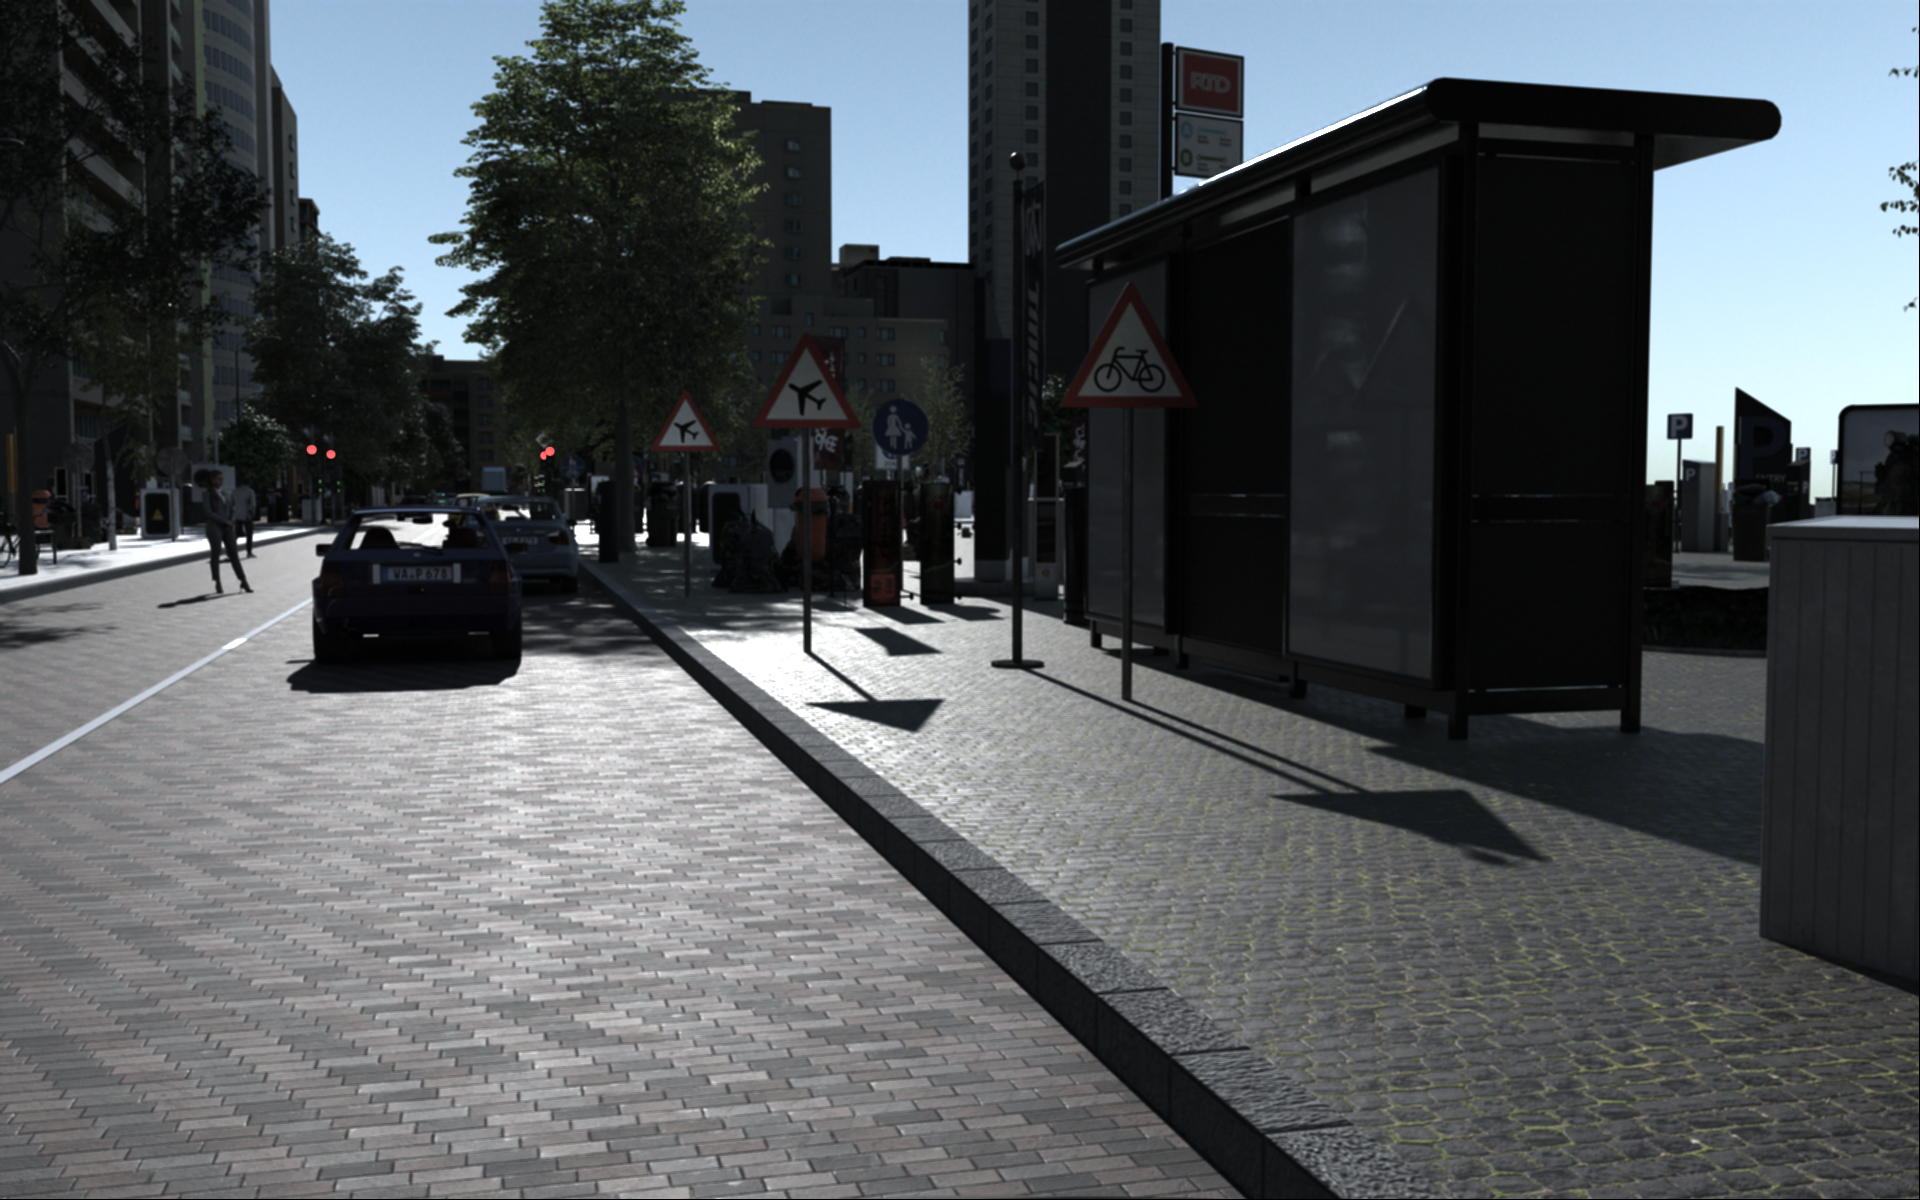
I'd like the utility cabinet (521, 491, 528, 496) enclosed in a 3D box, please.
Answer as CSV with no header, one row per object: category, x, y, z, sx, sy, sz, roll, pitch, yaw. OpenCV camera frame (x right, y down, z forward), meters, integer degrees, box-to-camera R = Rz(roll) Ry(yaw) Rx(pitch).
utility cabinet,-36.128,-8.283,144.111,0.318,1.500,1.173,0,4,8

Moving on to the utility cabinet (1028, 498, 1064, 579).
utility cabinet,1.255,-0.932,26.405,1.020,1.237,0.306,3,5,43

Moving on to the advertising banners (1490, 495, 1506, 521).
advertising banners,9.620,-2.154,31.403,2.074,3.025,0.090,1,4,10

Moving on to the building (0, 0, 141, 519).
building,-56.387,-28.559,90.634,21.300,48.544,21.600,-1,4,-15

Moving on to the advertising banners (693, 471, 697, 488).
advertising banners,-20.795,-8.393,133.407,0.090,3.025,2.074,2,4,24

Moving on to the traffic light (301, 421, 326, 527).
traffic light,-24.931,-4.763,66.794,0.839,4.253,0.868,-1,4,-15

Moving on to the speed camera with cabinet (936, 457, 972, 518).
speed camera with cabinet,-0.396,-6.049,93.235,2.038,3.252,0.660,-2,4,-29

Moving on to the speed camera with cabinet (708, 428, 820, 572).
speed camera with cabinet,-3.199,-2.065,28.095,2.038,3.252,0.660,3,4,38

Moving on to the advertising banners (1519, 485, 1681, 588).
advertising banners,8.875,-1.702,24.011,2.074,3.025,0.090,2,4,24

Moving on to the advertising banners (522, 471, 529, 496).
advertising banners,-33.454,-8.362,132.906,0.090,3.025,2.074,-1,4,-9

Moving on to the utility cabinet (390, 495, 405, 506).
utility cabinet,-41.686,-7.173,128.432,1.020,1.237,0.306,-1,4,-19

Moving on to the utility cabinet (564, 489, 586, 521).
utility cabinet,-17.948,-4.411,80.792,0.318,1.500,1.173,2,4,27

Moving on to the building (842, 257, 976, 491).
building,-6.505,-27.141,215.459,14.107,30.474,14.160,-1,4,-15

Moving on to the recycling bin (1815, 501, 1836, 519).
recycling bin,31.036,-3.024,61.994,0.722,1.027,0.722,2,4,32

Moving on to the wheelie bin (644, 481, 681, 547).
wheelie bin,-7.242,-2.106,42.341,0.693,1.594,0.980,2,4,35

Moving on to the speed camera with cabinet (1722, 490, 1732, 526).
speed camera with cabinet,30.058,-4.480,67.583,2.038,3.252,0.660,3,5,44

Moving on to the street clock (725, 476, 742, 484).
street clock,-8.850,-3.898,68.297,0.358,2.002,0.471,3,4,36

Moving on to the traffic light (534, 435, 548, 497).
traffic light,-18.437,-5.375,76.805,0.839,4.253,0.868,-1,4,-15

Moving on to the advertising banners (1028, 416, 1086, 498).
advertising banners,2.013,-2.623,39.078,2.074,3.025,0.090,2,4,28

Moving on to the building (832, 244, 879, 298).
building,-15.530,-35.518,272.595,23.993,40.220,32.217,-1,4,-15

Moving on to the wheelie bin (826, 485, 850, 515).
wheelie bin,-4.137,-3.111,58.766,0.693,1.594,0.980,2,4,35

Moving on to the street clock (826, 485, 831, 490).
street clock,-10.892,-8.530,144.031,0.471,2.002,0.358,2,4,25

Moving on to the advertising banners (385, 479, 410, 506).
advertising banners,-46.867,-9.073,144.528,2.074,3.025,0.090,-1,4,-19

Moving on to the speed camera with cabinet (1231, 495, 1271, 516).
speed camera with cabinet,17.053,-6.532,101.129,2.038,3.252,0.660,0,4,-7

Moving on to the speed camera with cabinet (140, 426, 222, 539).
speed camera with cabinet,-22.639,-3.418,50.216,2.038,3.252,0.660,-1,4,-18

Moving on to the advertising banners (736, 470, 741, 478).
advertising banners,-16.734,-8.023,127.365,0.090,3.025,2.074,-3,5,-44

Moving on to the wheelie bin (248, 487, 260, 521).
wheelie bin,-33.284,-4.486,81.247,0.980,1.594,0.693,2,4,29

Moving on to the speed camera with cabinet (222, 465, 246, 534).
speed camera with cabinet,-22.678,-3.641,53.863,0.660,3.252,2.038,-3,5,-41

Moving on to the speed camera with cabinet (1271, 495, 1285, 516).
speed camera with cabinet,19.220,-6.477,100.236,0.660,3.252,2.038,-3,5,-44

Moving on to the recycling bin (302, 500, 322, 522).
recycling bin,-29.636,-4.076,79.195,0.722,1.027,0.722,0,4,-7

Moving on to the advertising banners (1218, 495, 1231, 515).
advertising banners,9.020,-4.136,63.818,2.074,3.025,0.090,0,4,2

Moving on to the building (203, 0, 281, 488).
building,-73.953,-37.436,154.078,21.231,58.520,28.212,-1,4,-15

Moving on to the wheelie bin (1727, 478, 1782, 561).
wheelie bin,15.241,-1.552,33.277,0.980,1.594,0.693,2,4,33

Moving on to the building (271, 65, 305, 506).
building,-84.349,-34.588,189.221,21.600,48.544,21.300,-1,4,-15

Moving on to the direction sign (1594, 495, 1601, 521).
direction sign,6.947,-1.641,18.829,0.876,3.537,0.379,3,4,37

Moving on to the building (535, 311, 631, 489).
building,-54.921,-29.418,252.686,14.107,30.474,14.160,-1,4,-15

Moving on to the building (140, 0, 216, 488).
building,-61.119,-26.772,121.319,14.154,41.232,14.086,-1,4,-15

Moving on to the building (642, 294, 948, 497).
building,-18.266,-20.605,181.929,27.650,21.520,28.899,-1,4,-15

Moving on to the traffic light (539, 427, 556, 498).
traffic light,-16.373,-4.903,69.090,0.839,4.253,0.868,-1,4,-15

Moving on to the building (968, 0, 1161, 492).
building,11.384,-47.477,214.505,20.611,71.187,20.563,-1,4,-15

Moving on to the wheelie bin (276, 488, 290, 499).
wheelie bin,-36.306,-5.182,92.640,0.980,1.594,0.693,2,4,29

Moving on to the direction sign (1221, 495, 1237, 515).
direction sign,3.257,-1.795,21.344,0.379,3.537,0.876,-1,4,-14

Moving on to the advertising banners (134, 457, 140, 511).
advertising banners,-37.043,-5.080,79.249,2.074,3.025,0.090,0,4,-1

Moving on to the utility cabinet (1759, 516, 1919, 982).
utility cabinet,2.636,0.402,4.587,0.306,1.237,1.020,-2,4,-23

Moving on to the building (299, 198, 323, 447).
building,-105.312,-36.035,243.792,28.867,44.769,22.147,-1,4,-15

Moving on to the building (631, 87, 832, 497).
building,-27.315,-35.541,204.789,21.300,48.544,21.600,-1,4,-15

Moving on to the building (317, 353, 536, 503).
building,-77.590,-25.044,254.504,28.899,21.520,27.650,-1,4,-15

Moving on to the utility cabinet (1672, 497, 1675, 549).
utility cabinet,16.678,-1.839,41.237,0.306,1.237,1.020,0,4,3

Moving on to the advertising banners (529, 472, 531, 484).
advertising banners,-33.385,-8.557,136.094,0.090,3.025,2.074,2,4,24

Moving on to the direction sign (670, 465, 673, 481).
direction sign,-22.214,-8.751,135.081,0.379,3.537,0.876,3,5,44

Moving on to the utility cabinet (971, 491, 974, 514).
utility cabinet,0.363,-6.298,111.650,1.173,1.500,0.318,0,4,0

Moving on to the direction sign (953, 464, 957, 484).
direction sign,-0.143,-8.419,129.649,0.876,3.537,0.379,1,4,22

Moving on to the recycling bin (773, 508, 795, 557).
recycling bin,-3.362,-1.215,32.424,0.722,1.027,0.722,-3,4,-38

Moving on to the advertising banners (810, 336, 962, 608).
advertising banners,-0.867,-1.440,19.728,2.074,3.025,0.090,-2,4,-33

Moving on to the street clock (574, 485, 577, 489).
street clock,-31.511,-8.398,141.870,0.358,2.002,0.471,-2,4,-35

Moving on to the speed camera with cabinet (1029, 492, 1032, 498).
speed camera with cabinet,4.737,-8.867,139.316,2.038,3.252,0.660,-1,4,-12

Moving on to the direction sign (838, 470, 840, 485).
direction sign,-6.672,-6.364,96.047,0.379,3.537,0.876,1,4,9
